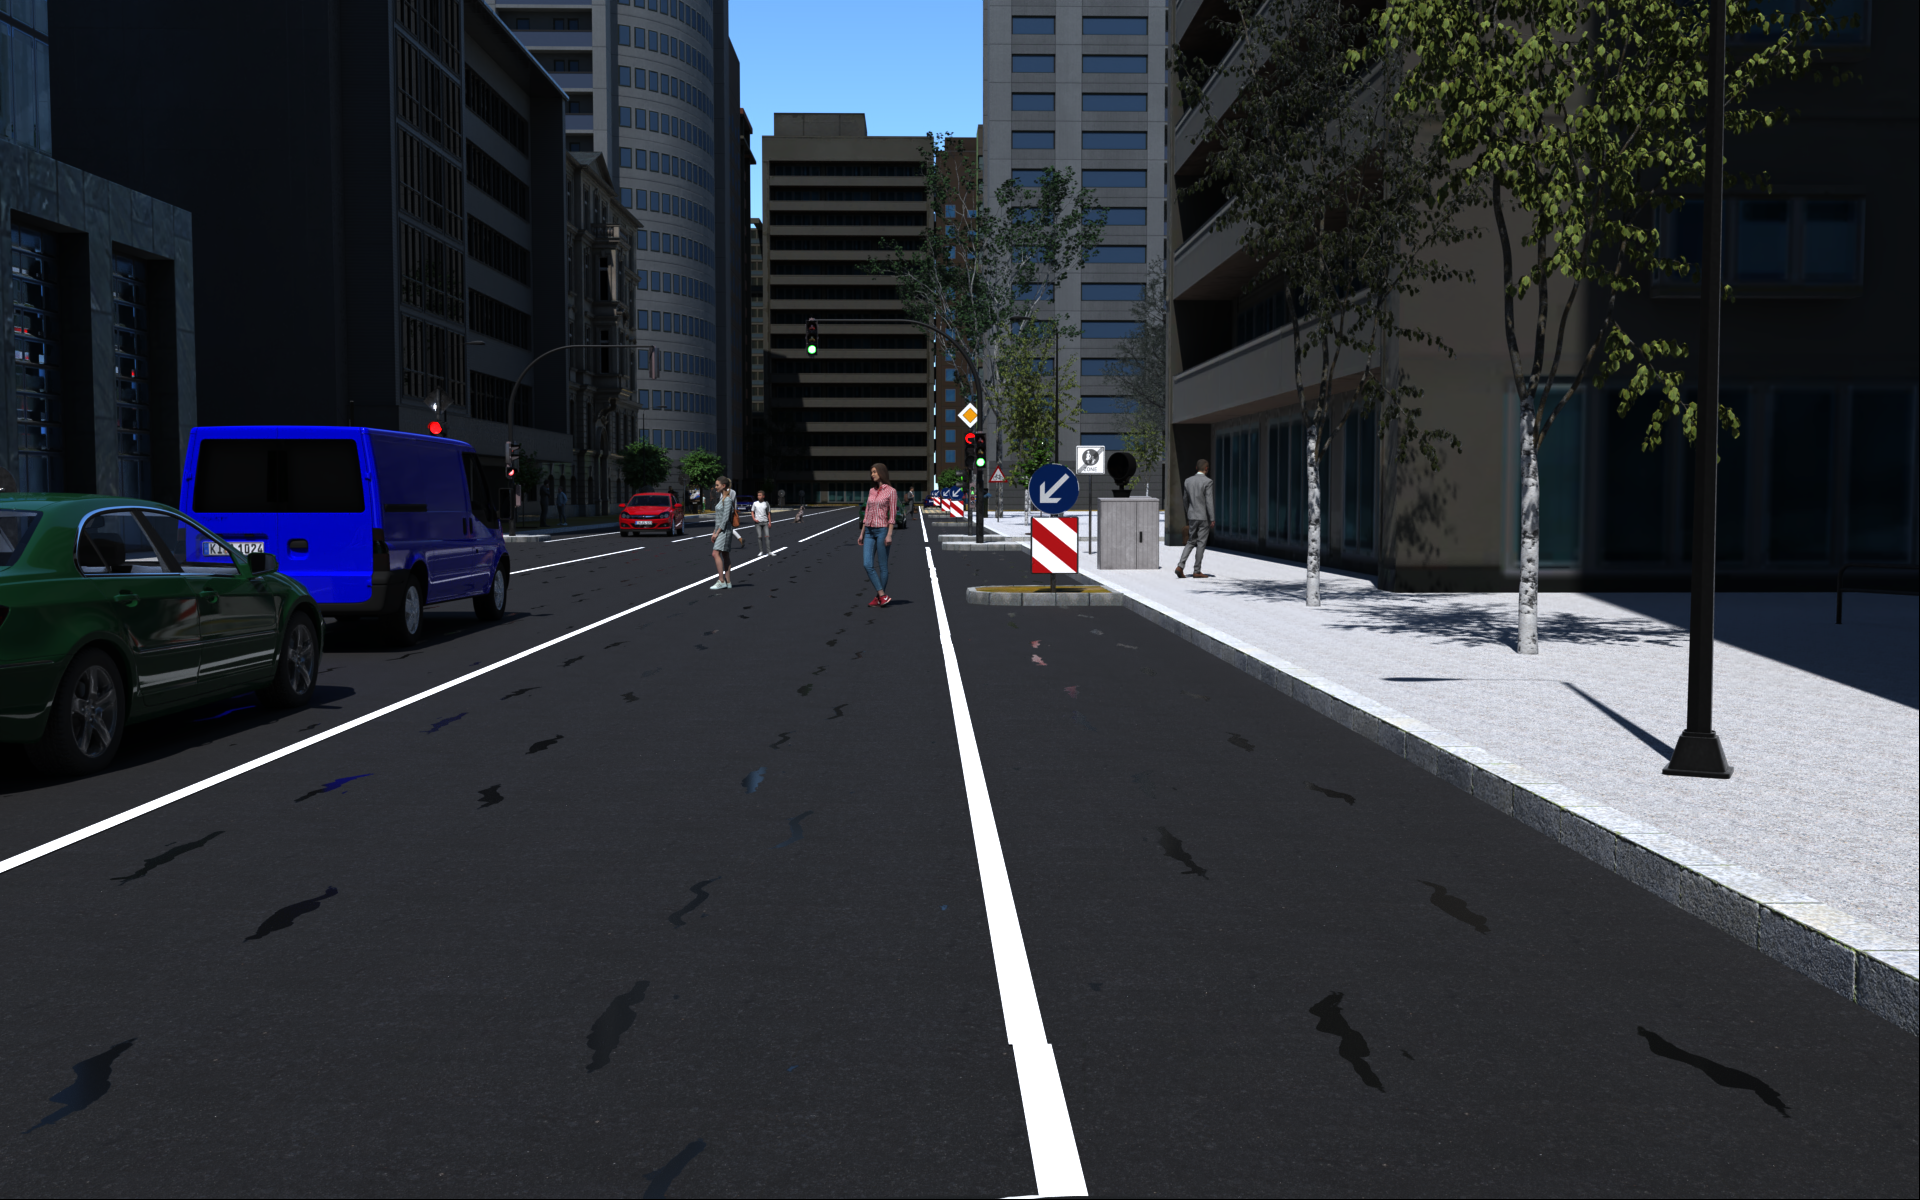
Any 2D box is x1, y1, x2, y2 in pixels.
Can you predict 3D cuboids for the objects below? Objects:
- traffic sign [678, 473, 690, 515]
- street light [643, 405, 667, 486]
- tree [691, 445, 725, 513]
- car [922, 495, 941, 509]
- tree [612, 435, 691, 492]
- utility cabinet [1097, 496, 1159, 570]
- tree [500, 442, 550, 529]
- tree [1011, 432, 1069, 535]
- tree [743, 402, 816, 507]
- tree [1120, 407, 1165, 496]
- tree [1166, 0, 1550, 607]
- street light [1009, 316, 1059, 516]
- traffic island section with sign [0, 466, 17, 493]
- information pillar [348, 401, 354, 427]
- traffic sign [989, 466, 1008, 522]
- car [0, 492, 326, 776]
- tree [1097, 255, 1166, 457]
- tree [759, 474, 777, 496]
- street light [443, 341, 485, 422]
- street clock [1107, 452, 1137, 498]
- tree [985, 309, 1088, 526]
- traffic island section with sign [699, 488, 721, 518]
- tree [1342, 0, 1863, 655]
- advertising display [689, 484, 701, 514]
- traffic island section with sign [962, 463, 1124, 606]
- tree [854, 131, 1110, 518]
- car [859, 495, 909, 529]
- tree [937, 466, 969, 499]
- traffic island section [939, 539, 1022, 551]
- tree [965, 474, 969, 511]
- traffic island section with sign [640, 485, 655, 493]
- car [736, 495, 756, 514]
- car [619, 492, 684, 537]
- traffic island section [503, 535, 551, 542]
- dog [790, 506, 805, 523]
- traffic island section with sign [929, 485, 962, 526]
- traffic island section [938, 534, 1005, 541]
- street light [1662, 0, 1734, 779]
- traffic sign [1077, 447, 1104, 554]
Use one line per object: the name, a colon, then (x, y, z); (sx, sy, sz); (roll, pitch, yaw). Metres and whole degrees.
traffic sign: (-17.050, -6.541, 107.057); (0.768, 2.556, 0.104); (0, 4, 6)
street light: (-16.035, -7.236, 90.857); (1.470, 5.913, 1.316); (0, 4, -1)
tree: (-17.415, -8.104, 116.215); (4.285, 4.588, 4.351); (0, 3, 0)
car: (-2.469, -8.904, 158.165); (1.945, 1.354, 3.894); (0, 4, -2)
tree: (-17.497, -6.850, 95.707); (4.285, 4.588, 4.351); (0, 3, 0)
utility cabinet: (2.869, -1.123, 29.531); (1.020, 1.237, 0.306); (0, 4, -7)
tree: (-16.483, -4.300, 64.906); (1.663, 3.219, 1.824); (0, 3, 0)
tree: (2.535, -3.669, 54.583); (1.663, 3.219, 1.824); (0, 3, 0)
tree: (-18.957, -14.779, 176.046); (8.767, 10.594, 7.601); (-1, 4, -10)
tree: (13.058, -10.423, 120.786); (4.737, 8.622, 4.395); (0, 3, 0)
tree: (4.098, -4.218, 19.335); (4.360, 8.622, 3.978); (0, 3, 0)
street light: (1.987, -4.445, 45.225); (1.470, 5.913, 1.316); (0, 4, -1)
traffic island section with sign: (-12.604, -0.820, 22.041); (1.989, 1.847, 2.006); (0, 4, -1)
information pillar: (-15.416, -3.216, 43.938); (0.183, 3.616, 0.504); (-2, 4, -26)
traffic sign: (1.736, -4.810, 78.639); (0.884, 2.594, 0.081); (0, 4, 6)
car: (-5.331, 0.096, 10.233); (2.131, 1.459, 4.920); (0, 3, 0)
tree: (11.158, -10.156, 76.427); (12.009, 13.543, 11.850); (0, 3, 0)
tree: (-18.953, -10.781, 170.864); (1.663, 3.219, 1.824); (0, 3, 0)
street light: (-15.099, -4.901, 52.677); (1.470, 5.913, 1.316); (0, 4, -1)
street clock: (2.807, -1.560, 30.078); (0.471, 2.002, 0.358); (3, 5, 40)
tree: (2.846, -7.328, 70.179); (4.737, 8.622, 4.395); (0, 3, 0)
traffic island section with sign: (-14.664, -5.864, 104.506); (1.989, 1.847, 2.006); (0, 4, -1)
tree: (4.628, -3.857, 13.427); (4.737, 8.622, 4.395); (0, 3, 0)
advertising display: (-16.916, -6.450, 110.665); (0.974, 1.923, 0.123); (3, 4, 35)
traffic island section with sign: (1.089, -0.889, 23.158); (1.989, 1.847, 2.006); (0, 4, -1)
tree: (0.674, -14.460, 92.316); (12.611, 20.169, 13.585); (0, 3, 0)
car: (-3.186, -3.678, 71.927); (2.131, 1.459, 4.920); (0, 4, 0)
tree: (-1.145, -13.588, 205.878); (4.285, 4.588, 4.351); (0, 3, 0)
traffic island section: (0.533, -1.409, 45.316); (2.009, 0.180, 2.903); (0, 4, -1)
tree: (1.004, -8.386, 131.713); (1.663, 3.219, 1.824); (0, 3, 0)
traffic island section with sign: (-14.000, -4.216, 77.559); (1.989, 1.847, 2.006); (0, 4, -1)
car: (-15.302, -6.747, 122.900); (1.945, 1.354, 3.894); (0, 4, -1)
car: (-10.554, -3.082, 59.437); (2.155, 1.783, 4.494); (0, 4, -2)
traffic island section: (-13.703, -1.876, 52.955); (2.009, 0.180, 2.903); (0, 4, -1)
dog: (-8.207, -4.300, 87.142); (0.800, 0.831, 0.513); (0, 4, -4)
traffic island section with sign: (-0.273, -4.236, 77.890); (1.989, 1.847, 2.006); (0, 4, -1)
traffic island section: (0.334, -1.897, 53.299); (2.009, 0.180, 2.903); (0, 4, -1)
street light: (2.856, -2.156, 7.785); (1.470, 5.913, 1.316); (0, 4, -1)
traffic sign: (2.764, -2.118, 36.762); (0.606, 2.300, 0.079); (0, 4, 0)
